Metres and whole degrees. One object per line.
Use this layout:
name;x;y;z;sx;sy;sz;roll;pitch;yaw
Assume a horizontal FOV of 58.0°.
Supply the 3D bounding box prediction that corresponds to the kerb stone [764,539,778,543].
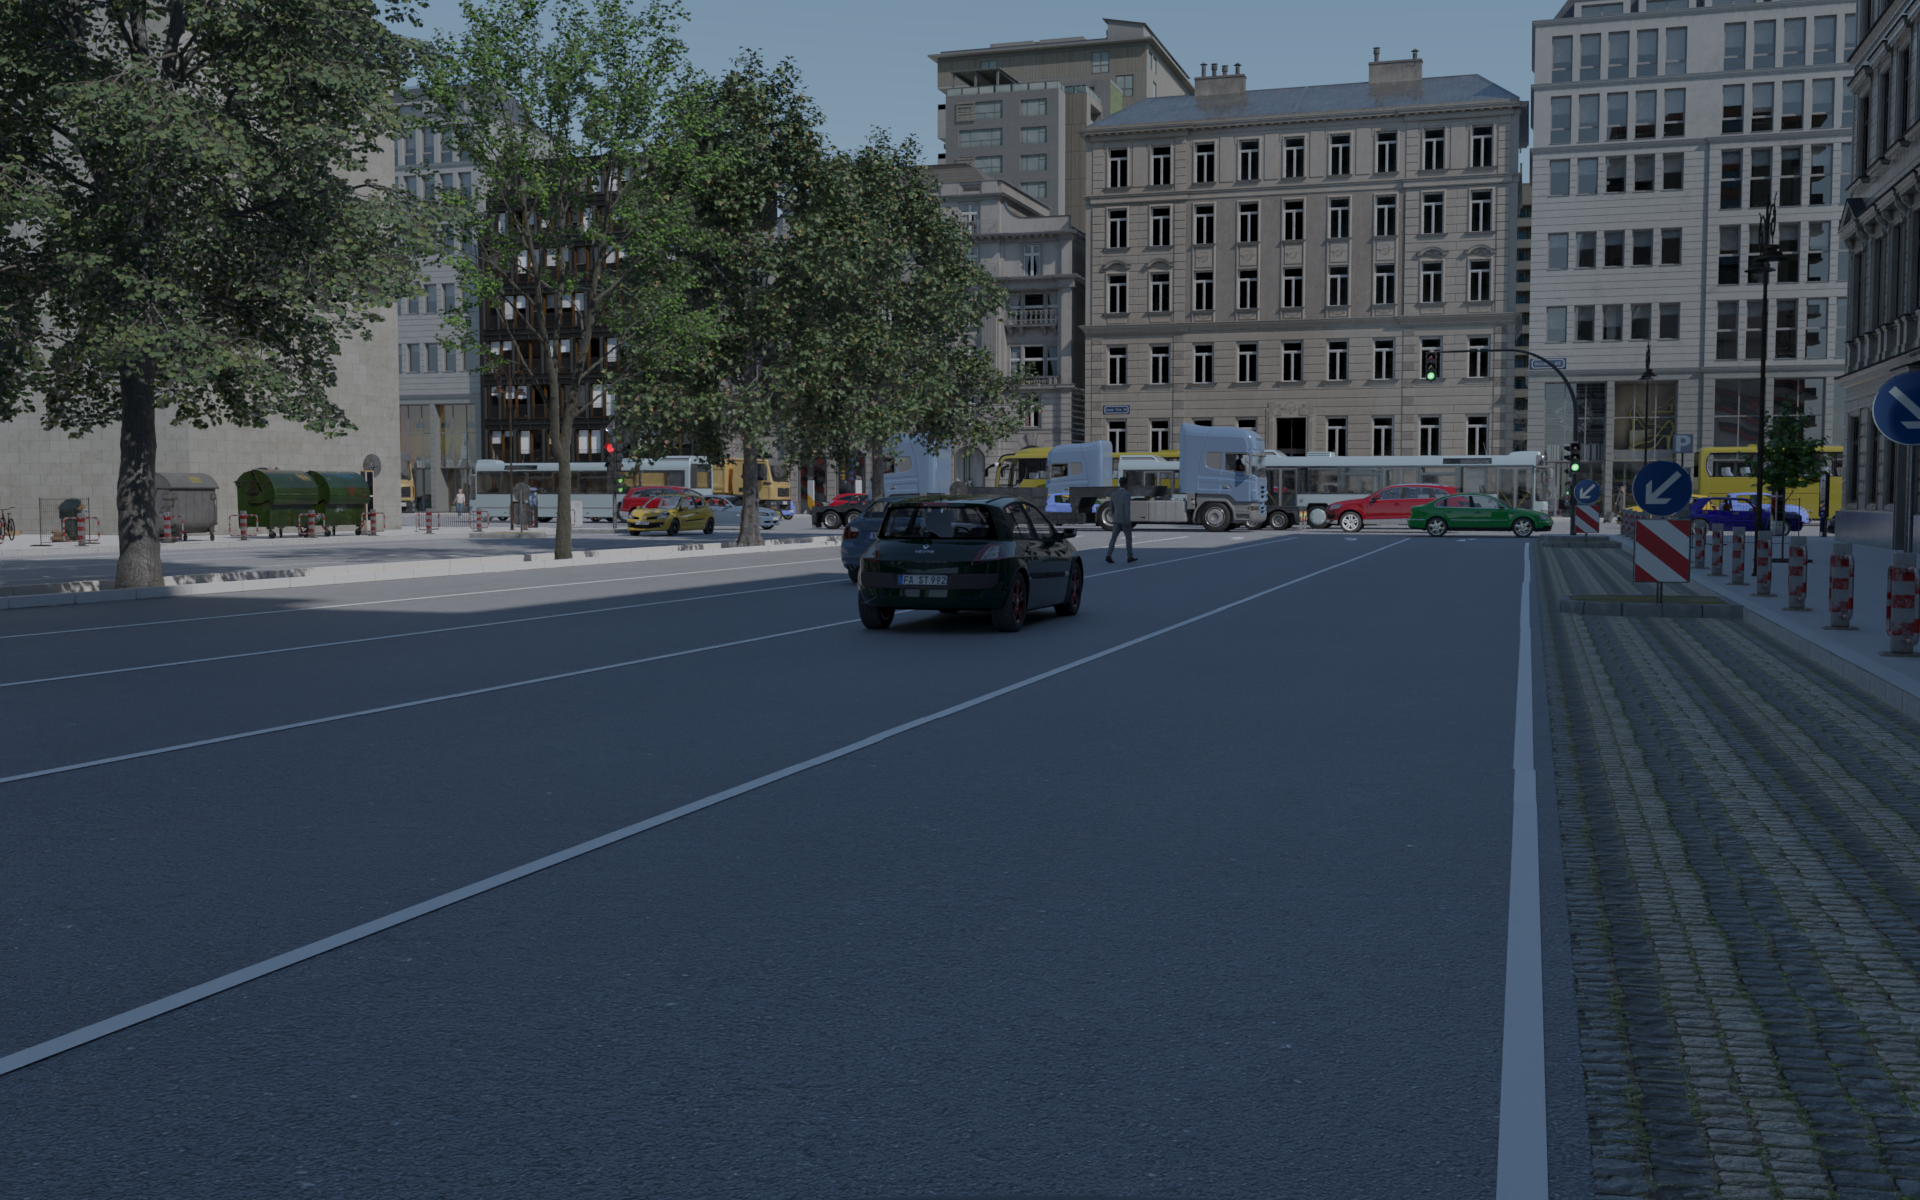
kerb stone;-5.393;-1.587;48.148;0.120;0.150;1.000;1;4;18

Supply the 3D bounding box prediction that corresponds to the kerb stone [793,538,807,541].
kerb stone;-4.752;-1.707;50.102;0.120;0.150;1.000;1;4;18

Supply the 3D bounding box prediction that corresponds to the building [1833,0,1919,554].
building;25.726;-10.545;37.030;10.561;19.102;19.286;1;4;18

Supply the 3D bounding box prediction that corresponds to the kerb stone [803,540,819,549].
kerb stone;-4.030;-1.422;45.567;0.120;0.150;1.000;1;4;18

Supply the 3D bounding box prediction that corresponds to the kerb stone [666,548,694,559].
kerb stone;-6.278;-1.010;38.702;0.120;0.150;1.000;1;4;18

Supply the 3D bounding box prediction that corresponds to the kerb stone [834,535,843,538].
kerb stone;-3.787;-1.887;53.050;0.120;0.150;1.000;1;4;18

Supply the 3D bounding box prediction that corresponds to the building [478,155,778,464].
building;-22.022;-17.556;116.717;15.834;23.373;12.332;1;4;18

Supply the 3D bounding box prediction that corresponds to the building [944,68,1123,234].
building;7.256;-29.629;168.033;14.154;41.232;14.086;1;4;18

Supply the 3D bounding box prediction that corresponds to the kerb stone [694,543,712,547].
kerb stone;-6.681;-1.347;44.227;0.120;0.150;1.000;1;4;18

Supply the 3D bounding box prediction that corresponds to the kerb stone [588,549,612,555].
kerb stone;-8.277;-1.048;39.337;0.120;0.150;1.000;1;4;18

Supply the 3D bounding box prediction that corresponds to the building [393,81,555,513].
building;-43.665;-21.177;123.742;29.804;29.767;11.434;1;4;18

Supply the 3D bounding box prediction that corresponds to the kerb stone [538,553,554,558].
kerb stone;-8.920;-0.929;37.384;0.120;0.150;1.000;1;4;18

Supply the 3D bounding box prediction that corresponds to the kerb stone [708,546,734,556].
kerb stone;-5.634;-1.130;40.665;0.120;0.150;1.000;1;4;18

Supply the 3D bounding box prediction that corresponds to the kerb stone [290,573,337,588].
kerb stone;-10.124;-0.290;26.963;0.120;0.150;1.000;1;4;18

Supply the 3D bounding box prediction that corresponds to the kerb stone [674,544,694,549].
kerb stone;-6.996;-1.288;43.248;0.120;0.150;1.000;1;4;18

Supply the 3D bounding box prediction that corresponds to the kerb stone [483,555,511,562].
kerb stone;-9.563;-0.808;35.413;0.120;0.150;1.000;1;4;18

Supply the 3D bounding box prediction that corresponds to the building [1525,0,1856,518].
building;46.380;-19.337;93.654;29.804;29.767;11.434;1;4;18

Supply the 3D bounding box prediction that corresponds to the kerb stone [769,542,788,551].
kerb stone;-4.665;-1.309;43.603;0.120;0.150;1.000;1;4;18

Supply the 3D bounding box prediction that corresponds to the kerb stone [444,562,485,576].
kerb stone;-8.842;-0.529;30.871;0.120;0.150;1.000;1;4;18

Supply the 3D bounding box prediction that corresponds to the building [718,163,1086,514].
building;-2.542;-16.524;111.961;24.055;21.916;13.314;1;4;18

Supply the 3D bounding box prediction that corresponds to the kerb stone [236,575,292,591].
kerb stone;-10.450;-0.232;25.983;0.120;0.150;1.000;1;4;18

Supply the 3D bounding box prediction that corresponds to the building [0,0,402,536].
building;-29.832;-12.543;59.826;16.860;20.320;10.420;1;4;18

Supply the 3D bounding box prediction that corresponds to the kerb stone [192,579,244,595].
kerb stone;-10.771;-0.172;25.007;0.120;0.150;1.000;1;4;18

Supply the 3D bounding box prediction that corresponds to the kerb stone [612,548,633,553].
kerb stone;-7.964;-1.108;40.316;0.120;0.150;1.000;1;4;18

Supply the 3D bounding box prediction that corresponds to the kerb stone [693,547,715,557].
kerb stone;-5.959;-1.070;39.686;0.120;0.150;1.000;1;4;18

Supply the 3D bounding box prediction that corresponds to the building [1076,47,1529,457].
building;20.586;-18.723;103.386;25.104;27.353;12.463;1;4;18

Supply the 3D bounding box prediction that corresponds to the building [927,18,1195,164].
building;11.848;-37.556;203.275;27.495;52.752;28.713;1;4;18

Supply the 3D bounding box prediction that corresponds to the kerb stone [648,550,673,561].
kerb stone;-6.594;-0.950;37.723;0.120;0.150;1.000;1;4;18

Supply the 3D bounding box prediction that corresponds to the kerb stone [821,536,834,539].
kerb stone;-4.104;-1.827;52.072;0.120;0.150;1.000;1;4;18

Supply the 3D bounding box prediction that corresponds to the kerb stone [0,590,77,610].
kerb stone;-11.736;0.010;22.069;0.120;0.150;1.000;1;4;18

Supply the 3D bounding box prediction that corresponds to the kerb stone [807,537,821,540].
kerb stone;-4.424;-1.767;51.088;0.120;0.150;1.000;1;4;18

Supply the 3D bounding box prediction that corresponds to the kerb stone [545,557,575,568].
kerb stone;-7.880;-0.704;33.806;0.120;0.150;1.000;1;4;18

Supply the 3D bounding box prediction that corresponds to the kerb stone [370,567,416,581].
kerb stone;-9.488;-0.405;28.919;0.120;0.150;1.000;1;4;18

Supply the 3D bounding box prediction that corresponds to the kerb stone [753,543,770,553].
kerb stone;-4.989;-1.249;42.617;0.120;0.150;1.000;1;4;18

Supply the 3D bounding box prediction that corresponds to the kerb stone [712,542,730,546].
kerb stone;-6.350;-1.406;45.200;0.120;0.150;1.000;1;4;18

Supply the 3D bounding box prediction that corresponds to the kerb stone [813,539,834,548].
kerb stone;-3.708;-1.488;46.544;0.120;0.150;1.000;1;4;18

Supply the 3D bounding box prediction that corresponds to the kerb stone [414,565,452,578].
kerb stone;-9.168;-0.471;29.896;0.120;0.150;1.000;1;4;18

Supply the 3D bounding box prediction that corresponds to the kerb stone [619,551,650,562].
kerb stone;-6.926;-0.887;36.739;0.120;0.150;1.000;1;4;18

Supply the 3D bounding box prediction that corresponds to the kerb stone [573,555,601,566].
kerb stone;-7.559;-0.770;34.782;0.120;0.150;1.000;1;4;18

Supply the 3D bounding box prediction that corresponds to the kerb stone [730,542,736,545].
kerb stone;-6.032;-1.467;46.182;0.120;0.150;1.000;1;4;18

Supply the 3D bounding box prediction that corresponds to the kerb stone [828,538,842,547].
kerb stone;-3.385;-1.548;47.520;0.120;0.150;1.000;1;4;18

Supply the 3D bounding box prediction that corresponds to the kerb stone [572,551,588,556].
kerb stone;-8.600;-0.989;38.361;0.120;0.150;1.000;1;4;18

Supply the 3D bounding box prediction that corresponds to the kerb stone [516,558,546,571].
kerb stone;-8.211;-0.651;32.832;0.120;0.150;1.000;1;4;18

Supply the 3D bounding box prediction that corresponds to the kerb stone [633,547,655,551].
kerb stone;-7.630;-1.167;41.289;0.120;0.150;1.000;1;4;18

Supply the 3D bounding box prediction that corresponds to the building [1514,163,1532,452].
building;80.552;-38.671;255.964;21.600;48.544;21.300;1;4;18

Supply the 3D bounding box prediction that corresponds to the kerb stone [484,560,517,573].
kerb stone;-8.521;-0.589;31.852;0.120;0.150;1.000;1;4;18

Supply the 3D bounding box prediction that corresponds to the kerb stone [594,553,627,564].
kerb stone;-7.238;-0.825;35.760;0.120;0.150;1.000;1;4;18

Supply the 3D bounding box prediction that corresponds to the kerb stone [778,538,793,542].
kerb stone;-5.073;-1.647;49.125;0.120;0.150;1.000;1;4;18

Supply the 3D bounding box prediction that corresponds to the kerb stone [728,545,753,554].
kerb stone;-5.309;-1.189;41.640;0.120;0.150;1.000;1;4;18

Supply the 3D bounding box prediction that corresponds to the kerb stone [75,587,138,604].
kerb stone;-11.403;-0.050;23.050;0.120;0.150;1.000;1;4;18

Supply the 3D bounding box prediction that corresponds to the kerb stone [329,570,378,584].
kerb stone;-9.805;-0.351;27.940;0.120;0.150;1.000;1;4;18

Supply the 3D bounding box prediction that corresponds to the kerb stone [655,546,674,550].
kerb stone;-7.321;-1.225;42.273;0.120;0.150;1.000;1;4;18

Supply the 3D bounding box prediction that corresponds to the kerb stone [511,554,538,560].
kerb stone;-9.246;-0.868;36.391;0.120;0.150;1.000;1;4;18

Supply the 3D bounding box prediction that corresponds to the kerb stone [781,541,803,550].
kerb stone;-4.351;-1.369;44.584;0.120;0.150;1.000;1;4;18

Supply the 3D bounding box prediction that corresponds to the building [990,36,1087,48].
building;16.939;-51.175;274.961;20.611;71.187;20.563;1;4;18

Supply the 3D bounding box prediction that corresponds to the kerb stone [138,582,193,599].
kerb stone;-11.088;-0.112;24.028;0.120;0.150;1.000;1;4;18
